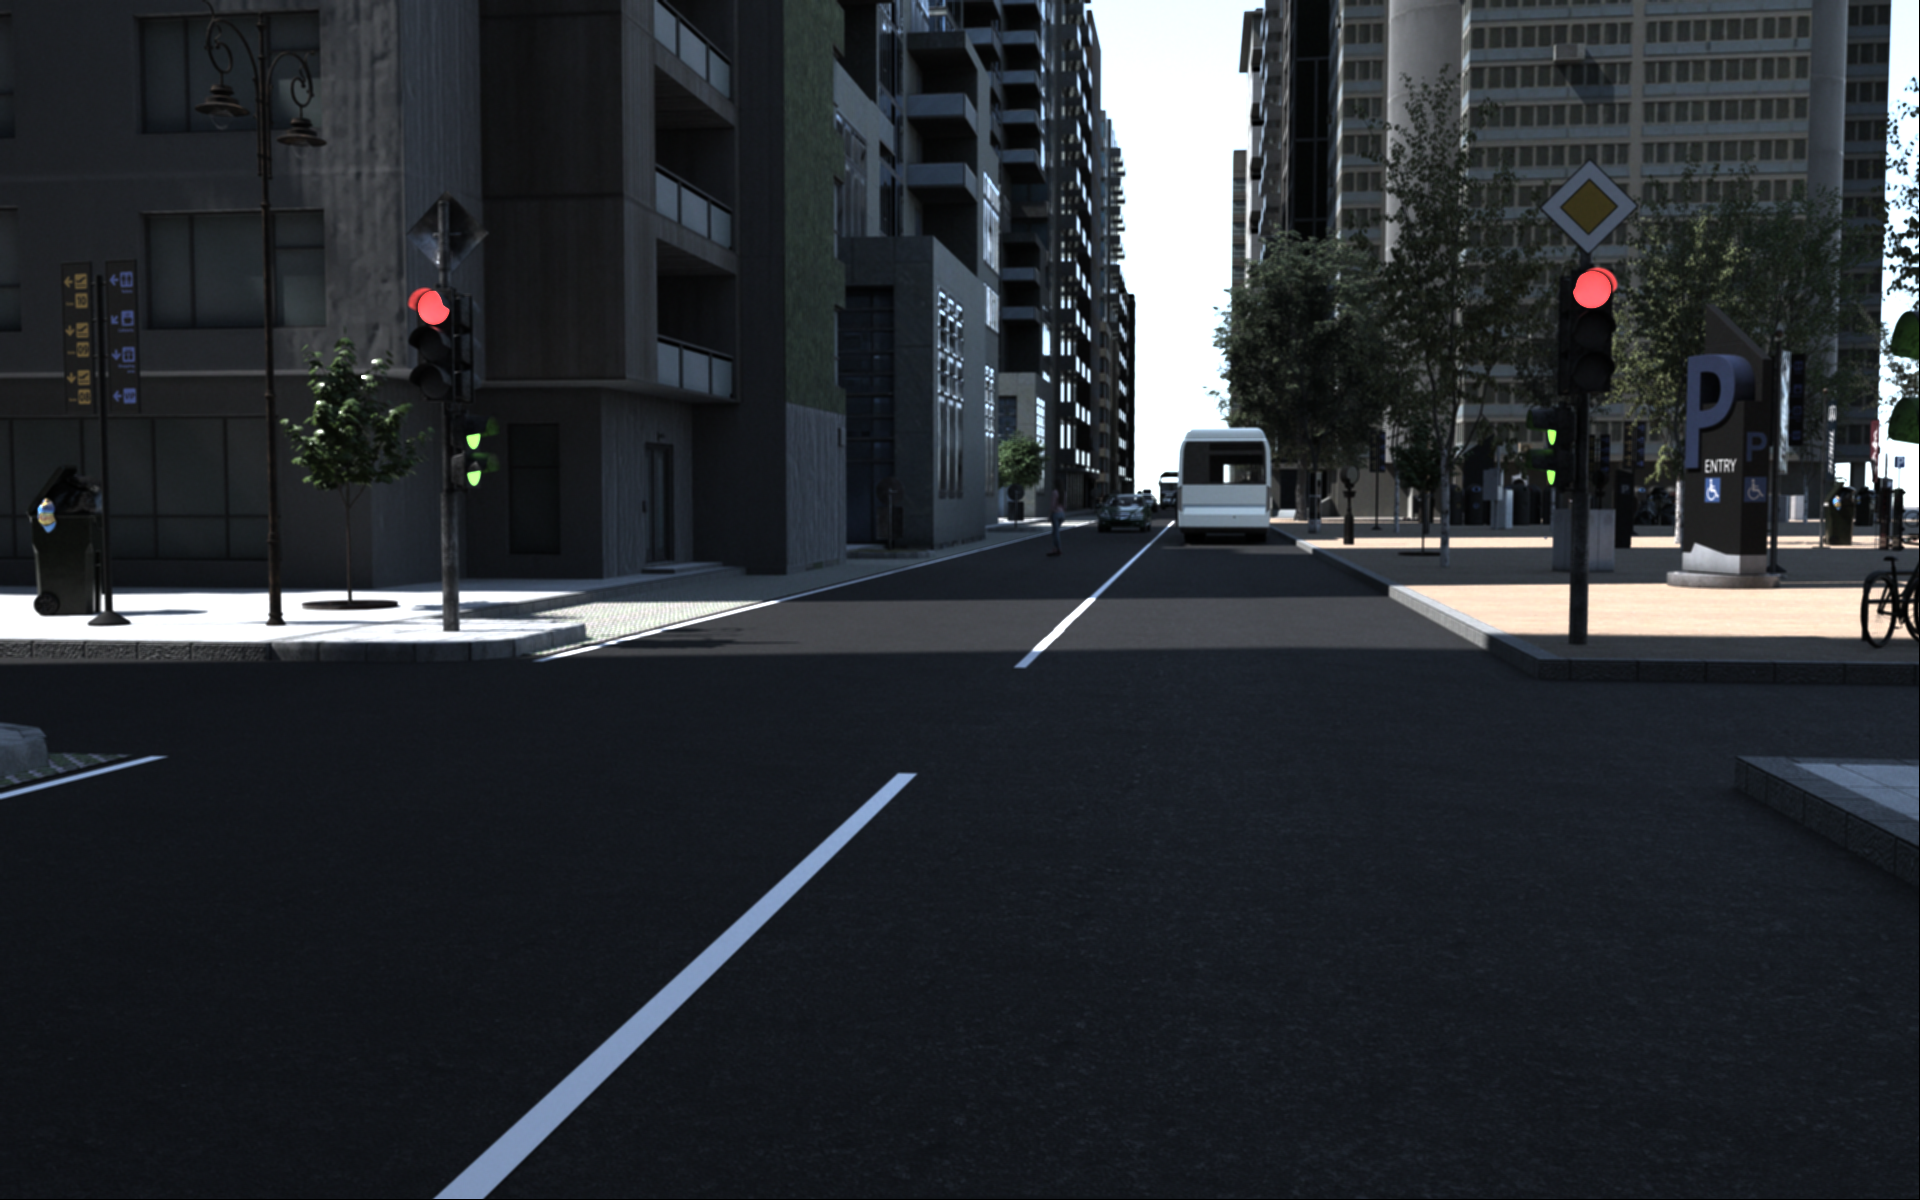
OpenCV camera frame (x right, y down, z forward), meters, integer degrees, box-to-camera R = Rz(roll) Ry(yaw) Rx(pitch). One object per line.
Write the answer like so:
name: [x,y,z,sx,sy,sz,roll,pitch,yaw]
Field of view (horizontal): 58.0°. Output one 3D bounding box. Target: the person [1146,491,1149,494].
person: [19.876,-10.714,184.504,0.721,1.723,1.217,-3,5,-39]

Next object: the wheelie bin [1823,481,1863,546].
wheelie bin: [21.967,-2.162,43.249,0.693,1.594,0.980,1,4,15]

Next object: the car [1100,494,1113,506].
car: [11.522,-7.410,130.941,2.009,1.686,4.222,0,4,6]

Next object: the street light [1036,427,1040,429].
street light: [3.980,-7.357,93.082,0.468,5.910,1.993,0,4,8]

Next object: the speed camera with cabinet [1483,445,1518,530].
speed camera with cabinet: [19.549,-4.195,62.922,0.660,3.252,2.038,2,4,32]

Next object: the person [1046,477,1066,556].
person: [2.255,-1.932,40.094,0.388,1.821,0.555,2,4,34]

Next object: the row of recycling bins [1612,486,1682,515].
row of recycling bins: [34.056,-4.822,85.952,3.534,1.692,1.069,-1,4,-9]

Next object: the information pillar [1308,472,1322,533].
information pillar: [11.612,-3.191,56.672,0.304,2.012,0.304,3,5,44]

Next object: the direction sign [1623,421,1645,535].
direction sign: [20.942,-3.784,53.862,0.876,3.537,0.379,-2,4,-27]

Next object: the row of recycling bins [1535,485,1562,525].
row of recycling bins: [23.826,-4.072,73.688,3.534,1.692,1.069,2,4,34]

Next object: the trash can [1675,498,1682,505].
trash can: [26.625,-3.178,63.613,0.748,1.137,0.748,0,3,0]

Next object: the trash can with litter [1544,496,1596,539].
trash can with litter: [17.463,-2.330,49.151,1.678,1.210,2.233,1,4,14]

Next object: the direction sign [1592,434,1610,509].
direction sign: [24.247,-4.522,65.939,0.876,3.537,0.379,1,4,22]

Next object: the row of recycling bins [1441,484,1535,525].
row of recycling bins: [21.652,-3.935,71.448,3.534,1.692,1.069,0,4,6]

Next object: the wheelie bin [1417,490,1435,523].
wheelie bin: [20.632,-4.201,76.587,0.693,1.594,0.980,0,4,-2]

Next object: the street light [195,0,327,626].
street light: [-6.697,-2.690,16.775,0.468,5.910,1.993,0,4,8]

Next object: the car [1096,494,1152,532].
car: [6.344,-3.343,66.460,2.131,1.459,4.920,1,4,10]

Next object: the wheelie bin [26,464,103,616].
wheelie bin: [-9.523,-0.651,18.545,0.693,1.594,0.980,-1,4,-14]

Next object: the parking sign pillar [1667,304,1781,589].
parking sign pillar: [10.609,-2.171,23.967,1.447,3.967,1.447,-1,4,-11]

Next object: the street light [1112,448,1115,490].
street light: [15.516,-12.381,175.219,0.468,5.910,1.993,0,4,8]

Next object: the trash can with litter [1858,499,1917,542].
trash can with litter: [25.488,-2.213,47.234,1.678,1.210,2.233,2,4,25]

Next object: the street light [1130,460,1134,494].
street light: [21.993,-15.228,221.771,0.468,5.910,1.993,0,4,8]

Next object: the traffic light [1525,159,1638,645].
traffic light: [5.271,-1.577,14.710,0.839,4.253,0.868,0,4,8]

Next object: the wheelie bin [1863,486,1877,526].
wheelie bin: [36.232,-3.755,69.301,0.980,1.594,0.693,-3,5,-42]

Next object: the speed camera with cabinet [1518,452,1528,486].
speed camera with cabinet: [25.811,-5.364,82.036,2.038,3.252,0.660,2,4,29]

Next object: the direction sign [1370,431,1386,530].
direction sign: [14.960,-4.287,62.093,0.876,3.537,0.379,-3,5,-40]

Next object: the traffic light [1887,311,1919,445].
traffic light: [4.162,-1.094,6.802,0.839,4.253,0.868,0,4,8]

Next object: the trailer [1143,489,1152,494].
trailer: [21.961,-12.007,203.368,1.471,1.999,3.904,0,4,7]

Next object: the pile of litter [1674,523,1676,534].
pile of litter: [22.986,-2.466,54.278,1.719,0.858,1.176,-3,5,-42]

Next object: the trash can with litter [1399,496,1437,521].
trash can with litter: [22.175,-4.498,84.592,1.678,1.210,2.233,-1,4,-17]

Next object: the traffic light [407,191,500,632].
traffic light: [-4.745,-1.662,16.093,0.839,4.253,0.868,0,4,8]

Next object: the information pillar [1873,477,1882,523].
information pillar: [40.095,-4.356,75.706,0.304,2.012,0.304,2,4,32]

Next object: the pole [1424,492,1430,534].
pole: [14.878,-3.752,55.190,0.158,3.312,0.155,0,3,0]

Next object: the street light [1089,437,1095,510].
street light: [10.586,-10.204,139.616,0.468,5.910,1.993,0,4,8]

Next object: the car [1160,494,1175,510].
car: [19.745,-9.145,161.314,2.131,1.459,4.920,1,4,10]

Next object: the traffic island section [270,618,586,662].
traffic island section: [-4.783,0.370,16.233,2.009,0.180,2.903,0,4,8]

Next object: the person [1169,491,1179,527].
person: [9.647,-4.159,76.280,0.659,1.850,0.755,2,4,28]

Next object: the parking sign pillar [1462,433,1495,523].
parking sign pillar: [23.020,-5.410,76.925,1.447,3.967,1.447,0,4,5]

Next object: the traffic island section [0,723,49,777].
traffic island section: [-5.892,0.854,8.325,2.009,0.180,2.903,0,4,8]

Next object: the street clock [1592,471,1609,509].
street clock: [19.725,-2.985,53.370,0.358,2.002,0.471,-2,4,-31]

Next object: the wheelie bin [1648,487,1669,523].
wheelie bin: [31.033,-4.218,76.869,0.980,1.594,0.693,-2,4,-30]

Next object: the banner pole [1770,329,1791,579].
banner pole: [12.563,-2.233,26.525,0.401,3.779,0.863,3,5,41]

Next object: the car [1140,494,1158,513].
car: [14.564,-7.706,135.781,2.009,1.686,4.222,1,4,10]

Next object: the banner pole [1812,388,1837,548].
banner pole: [20.437,-3.105,40.788,0.401,3.779,0.863,0,4,3]

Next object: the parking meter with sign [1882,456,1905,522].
parking meter with sign: [42.773,-5.132,80.162,0.543,3.016,1.738,-1,4,-18]

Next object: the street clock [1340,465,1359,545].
street clock: [9.876,-2.408,43.945,0.471,2.002,0.358,-2,4,-35]
